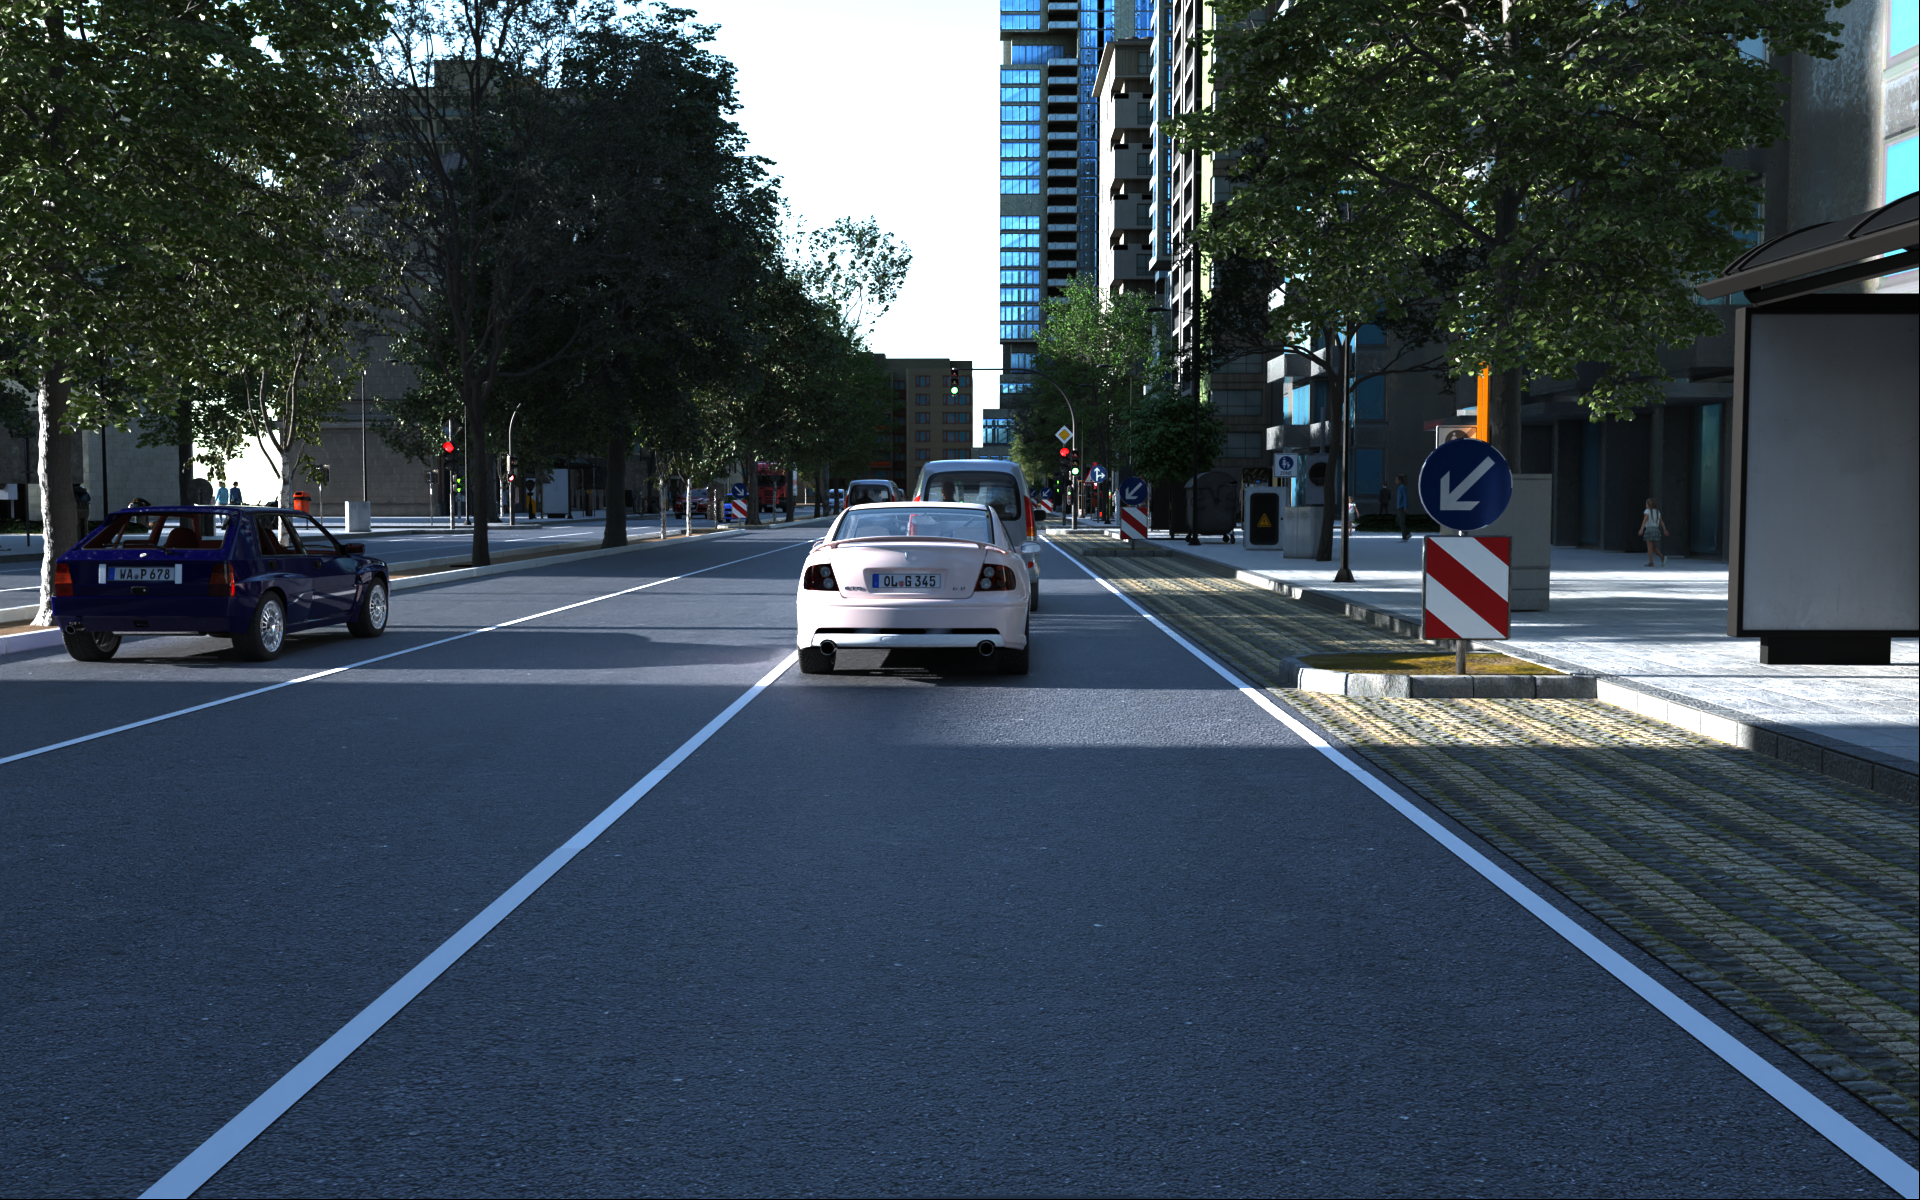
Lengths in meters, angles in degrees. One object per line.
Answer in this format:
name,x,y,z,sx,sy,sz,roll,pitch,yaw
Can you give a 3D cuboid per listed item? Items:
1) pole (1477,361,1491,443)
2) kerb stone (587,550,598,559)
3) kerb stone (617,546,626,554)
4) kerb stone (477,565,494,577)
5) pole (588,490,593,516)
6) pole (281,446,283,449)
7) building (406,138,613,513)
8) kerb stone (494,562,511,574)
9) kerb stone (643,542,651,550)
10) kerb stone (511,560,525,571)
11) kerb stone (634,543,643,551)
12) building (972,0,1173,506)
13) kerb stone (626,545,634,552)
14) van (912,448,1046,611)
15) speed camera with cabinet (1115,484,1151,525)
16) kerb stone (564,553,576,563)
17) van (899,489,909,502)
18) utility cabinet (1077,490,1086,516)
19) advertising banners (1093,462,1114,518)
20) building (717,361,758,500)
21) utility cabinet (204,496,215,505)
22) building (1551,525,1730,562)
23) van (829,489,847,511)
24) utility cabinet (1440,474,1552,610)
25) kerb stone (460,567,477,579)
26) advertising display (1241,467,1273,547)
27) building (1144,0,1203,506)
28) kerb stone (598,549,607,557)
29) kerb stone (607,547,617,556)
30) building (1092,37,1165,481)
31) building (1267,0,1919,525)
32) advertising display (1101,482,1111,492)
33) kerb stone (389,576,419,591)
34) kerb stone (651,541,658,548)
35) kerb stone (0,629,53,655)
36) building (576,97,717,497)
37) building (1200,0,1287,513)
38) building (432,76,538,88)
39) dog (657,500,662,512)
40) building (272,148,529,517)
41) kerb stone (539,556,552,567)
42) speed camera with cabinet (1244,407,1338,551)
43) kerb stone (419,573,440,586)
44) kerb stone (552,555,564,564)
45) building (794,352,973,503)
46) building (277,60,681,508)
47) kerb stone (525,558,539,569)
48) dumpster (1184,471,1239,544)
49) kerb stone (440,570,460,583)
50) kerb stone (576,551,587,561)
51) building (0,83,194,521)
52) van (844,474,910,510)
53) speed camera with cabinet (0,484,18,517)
pole,7.730,-1.943,25.617,0.158,3.312,0.155,0,3,0
kerb stone,-8.298,-1.002,38.572,0.120,0.150,1.000,0,4,1
kerb stone,-8.254,-1.188,41.644,0.120,0.150,1.000,0,4,1
kerb stone,-8.413,-0.500,30.378,0.120,0.150,1.000,0,4,1
pole,-21.207,-6.452,99.332,0.158,3.312,0.155,0,3,0
pole,-28.427,-4.832,72.839,0.158,3.312,0.155,0,3,0
building,-34.356,-20.414,131.034,12.463,27.353,25.104,0,4,1
kerb stone,-8.394,-0.563,31.408,0.120,0.150,1.000,0,4,1
kerb stone,-8.210,-1.378,44.731,0.120,0.150,1.000,0,4,1
kerb stone,-8.381,-0.626,32.430,0.120,0.150,1.000,0,4,1
kerb stone,-8.232,-1.315,43.702,0.120,0.150,1.000,0,4,1
building,17.274,-57.104,246.325,31.000,86.520,22.319,0,4,1
kerb stone,-8.247,-1.250,42.678,0.120,0.150,1.000,0,4,1
van,0.150,-0.955,22.625,2.013,2.044,4.112,0,4,0
speed camera with cabinet,7.510,-4.753,72.048,2.038,3.252,0.660,0,4,0
kerb stone,-8.325,-0.876,36.526,0.120,0.150,1.000,0,4,1
van,-5.210,-8.227,141.527,2.013,2.044,4.112,0,3,0
utility cabinet,6.958,-5.627,100.686,0.318,1.500,1.173,1,4,23
advertising banners,7.748,-5.979,93.936,0.090,3.025,2.074,-2,4,-28
building,-41.715,-24.878,251.790,28.899,21.520,27.650,0,4,1
utility cabinet,-23.102,-2.573,53.223,0.306,1.237,1.020,-1,4,-16
building,24.565,-25.593,38.055,23.786,49.044,30.456,0,4,1
van,-10.193,-8.296,142.647,2.013,2.044,4.112,0,4,2
utility cabinet,5.827,-0.624,18.880,1.173,1.500,0.318,-1,4,-14
kerb stone,-8.435,-0.438,29.356,0.120,0.150,1.000,0,4,1
advertising display,7.180,-2.243,41.893,0.123,1.923,0.974,-2,4,-32
building,25.559,-42.542,133.817,20.563,71.187,20.611,0,4,1
kerb stone,-8.287,-1.059,39.597,0.120,0.150,1.000,0,4,1
kerb stone,-8.264,-1.127,40.622,0.120,0.150,1.000,0,4,1
building,30.269,-37.291,198.939,28.713,52.752,27.495,0,4,1
building,31.271,-28.700,88.857,30.456,49.044,23.786,0,4,1
advertising display,8.068,-5.539,95.776,0.123,1.923,0.974,2,4,33
kerb stone,-8.468,-0.250,26.291,0.120,0.150,1.000,0,4,1
kerb stone,-8.204,-1.440,45.753,0.120,0.150,1.000,0,4,1
kerb stone,-8.611,0.377,16.055,0.120,0.150,1.000,0,4,1
building,-33.228,-30.261,178.354,14.154,41.232,14.086,0,4,1
building,22.090,-26.048,109.477,14.154,41.232,14.086,0,4,1
building,-70.314,-43.162,247.694,28.212,58.520,21.231,0,4,1
dog,-22.056,-6.869,126.686,0.513,0.831,0.800,0,4,-7
building,-34.000,-15.143,98.493,10.553,20.767,40.483,0,4,1
kerb stone,-8.354,-0.751,34.480,0.120,0.150,1.000,0,4,1
speed camera with cabinet,7.534,-2.758,39.437,2.038,3.252,0.660,1,4,15
kerb stone,-8.455,-0.313,27.313,0.120,0.150,1.000,0,4,1
kerb stone,-8.346,-0.814,35.504,0.120,0.150,1.000,0,4,1
building,-12.631,-24.874,251.725,28.899,21.520,27.650,0,4,1
building,-42.910,-28.590,159.324,32.217,40.220,23.993,0,4,1
kerb stone,-8.371,-0.688,33.452,0.120,0.150,1.000,0,4,1
dumpster,6.557,-2.410,45.156,1.264,1.857,1.865,0,4,1
kerb stone,-8.440,-0.375,28.335,0.120,0.150,1.000,0,4,1
kerb stone,-8.314,-0.939,37.548,0.120,0.150,1.000,0,4,1
building,-47.769,-13.976,83.267,16.860,20.320,10.420,0,4,1
van,-2.509,-2.740,51.802,2.013,2.044,4.112,0,4,2
speed camera with cabinet,-40.038,-4.722,71.538,2.038,3.252,0.660,1,4,10
